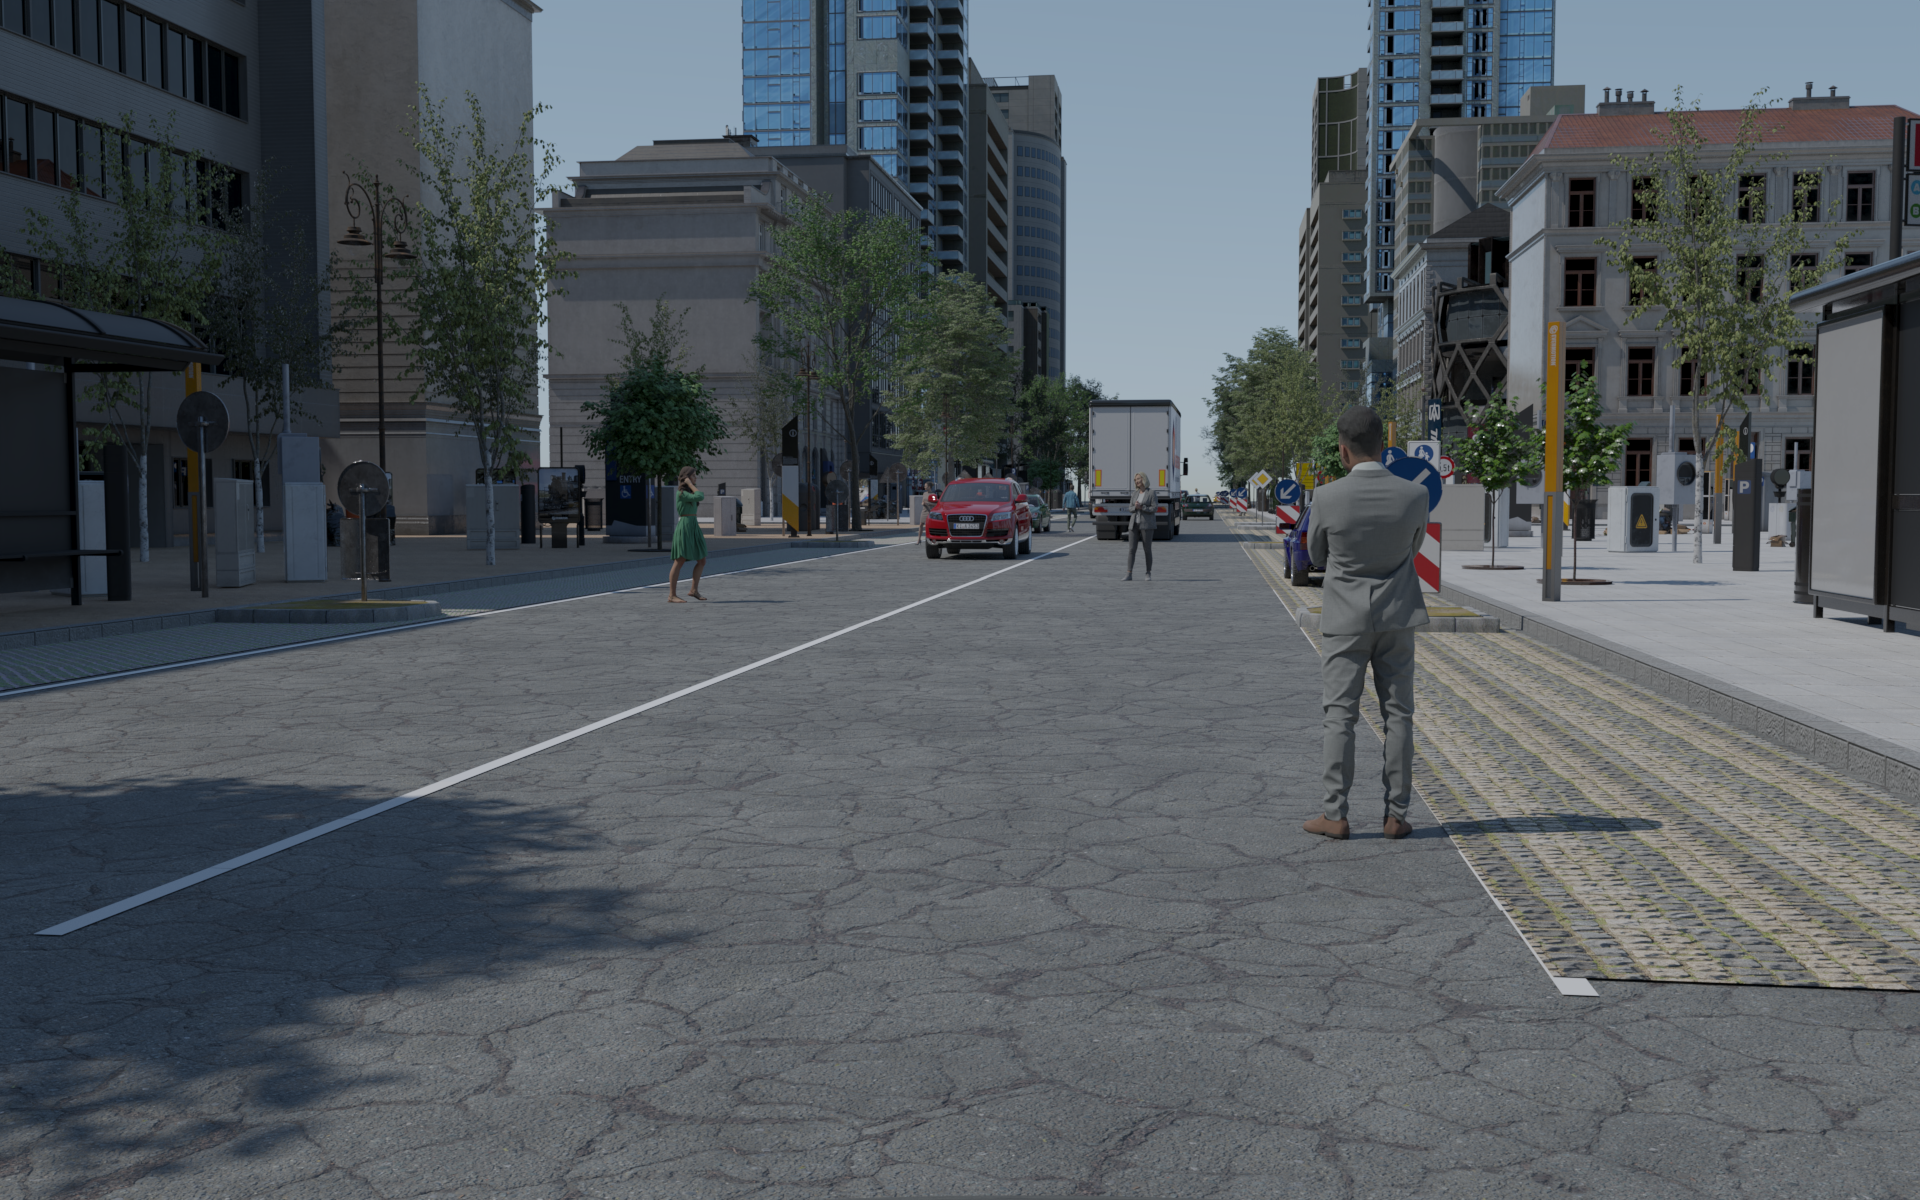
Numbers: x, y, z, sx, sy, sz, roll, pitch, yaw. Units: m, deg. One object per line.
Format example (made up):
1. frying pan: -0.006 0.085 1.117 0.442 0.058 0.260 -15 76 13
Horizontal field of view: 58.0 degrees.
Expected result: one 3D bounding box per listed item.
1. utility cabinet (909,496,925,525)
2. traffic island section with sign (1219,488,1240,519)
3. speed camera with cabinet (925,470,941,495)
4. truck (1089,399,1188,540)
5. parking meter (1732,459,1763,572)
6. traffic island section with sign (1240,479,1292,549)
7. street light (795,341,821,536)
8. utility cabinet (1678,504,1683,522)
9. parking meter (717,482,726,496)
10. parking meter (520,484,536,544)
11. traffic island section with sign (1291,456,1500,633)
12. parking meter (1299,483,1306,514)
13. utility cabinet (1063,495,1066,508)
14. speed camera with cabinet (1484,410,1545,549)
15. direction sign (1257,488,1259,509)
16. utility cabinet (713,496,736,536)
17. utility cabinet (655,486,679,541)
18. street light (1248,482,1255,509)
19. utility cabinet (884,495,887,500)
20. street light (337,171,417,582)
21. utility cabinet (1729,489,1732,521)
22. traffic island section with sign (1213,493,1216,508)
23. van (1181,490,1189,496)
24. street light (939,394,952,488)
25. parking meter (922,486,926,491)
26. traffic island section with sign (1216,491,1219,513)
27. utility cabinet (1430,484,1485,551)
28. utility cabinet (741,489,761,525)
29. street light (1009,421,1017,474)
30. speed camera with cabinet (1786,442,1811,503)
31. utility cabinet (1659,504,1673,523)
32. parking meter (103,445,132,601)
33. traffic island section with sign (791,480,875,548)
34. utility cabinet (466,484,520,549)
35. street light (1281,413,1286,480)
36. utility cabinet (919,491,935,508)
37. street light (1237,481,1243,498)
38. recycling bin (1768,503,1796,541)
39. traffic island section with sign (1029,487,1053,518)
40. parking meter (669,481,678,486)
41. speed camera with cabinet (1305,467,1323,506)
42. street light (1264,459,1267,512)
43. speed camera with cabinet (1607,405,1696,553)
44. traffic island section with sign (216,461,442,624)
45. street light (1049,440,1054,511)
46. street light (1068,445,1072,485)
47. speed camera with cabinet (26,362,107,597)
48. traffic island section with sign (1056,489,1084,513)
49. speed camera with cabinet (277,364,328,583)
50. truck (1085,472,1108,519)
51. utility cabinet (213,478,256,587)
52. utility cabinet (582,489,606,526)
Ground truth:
1. utility cabinet: -1.664 -3.735 72.234 0.306 1.237 1.020 3 4 39
2. traffic island section with sign: 16.220 -5.619 100.495 1.989 1.847 2.006 0 4 8
3. speed camera with cabinet: -2.046 -8.937 140.457 0.660 3.252 2.038 2 4 32
4. truck: 5.936 -4.160 56.926 2.839 4.237 11.283 1 4 9
5. parking meter: 13.064 -1.410 28.770 0.255 1.863 0.399 -3 4 -38
6. traffic island section with sign: 8.461 -2.254 45.486 1.989 1.847 2.006 0 4 8
7. street light: -4.588 -4.879 52.563 0.468 5.910 1.993 0 4 8
8. utility cabinet: 33.288 -4.272 81.010 1.020 1.237 0.306 -1 4 -10
9. parking meter: -11.736 -4.866 85.270 0.399 1.863 0.255 -1 4 -17
10. parking meter: -11.180 -2.228 44.831 0.372 1.533 0.369 0 3 0
11. traffic island section with sign: 4.683 -0.622 18.796 1.989 1.847 2.006 0 4 8
12. parking meter: 17.785 -5.173 90.296 0.255 1.863 0.399 -3 5 -40
13. utility cabinet: 8.903 -8.755 154.305 1.020 1.237 0.306 0 4 -3
14. speed camera with cabinet: 12.989 -2.863 41.143 2.038 3.252 0.660 3 5 41
15. direction sign: 24.832 -9.310 144.210 0.876 3.537 0.379 -3 5 -41
16. utility cabinet: -7.227 -2.578 53.314 0.306 1.237 1.020 1 4 18
17. utility cabinet: -8.193 -2.327 46.719 1.173 1.500 0.318 1 4 15
18. street light: 25.727 -10.930 151.492 0.468 5.910 1.993 0 4 8
19. utility cabinet: -4.945 -6.409 115.947 0.306 1.237 1.020 0 4 -1
20. street light: -8.423 -3.205 25.193 0.468 5.910 1.993 0 4 8
21. utility cabinet: 36.521 -4.444 81.339 0.318 1.500 1.173 3 5 43
22. traffic island section with sign: 27.004 -10.291 176.893 1.989 1.847 2.006 0 4 8
23. van: 22.691 -10.394 176.957 2.013 2.044 4.112 1 4 10
24. street light: -0.637 -6.565 80.119 0.468 5.910 1.993 0 4 8
25. parking meter: -2.702 -7.627 130.411 0.255 1.863 0.399 -1 4 -18
26. traffic island section with sign: 19.989 -7.254 127.226 1.989 1.847 2.006 0 4 8
27. utility cabinet: 11.162 -1.848 38.891 1.173 1.500 0.318 1 4 18
28. utility cabinet: -8.503 -3.772 70.359 0.318 1.500 1.173 -2 4 -34
29. street light: 3.235 -8.250 107.682 0.468 5.910 1.993 0 4 8
30. speed camera with cabinet: 32.398 -4.370 65.793 0.660 3.252 2.038 -1 4 -18
31. utility cabinet: 30.666 -4.058 75.035 0.318 1.500 1.173 3 5 44
32. parking meter: -10.160 -0.928 20.886 0.255 1.863 0.399 -2 4 -24
33. traffic island section with sign: -3.362 -2.327 46.672 1.989 1.847 2.006 0 4 8
34. utility cabinet: -10.739 -1.904 39.810 1.173 1.500 0.318 -1 4 -17
35. street light: 18.179 -7.620 97.377 0.468 5.910 1.993 0 4 8
36. utility cabinet: -2.162 -6.137 109.020 1.173 1.500 0.318 -1 4 -10
37. street light: 36.480 -15.566 227.293 0.468 5.910 1.993 0 4 8
38. recycling bin: 22.883 -2.160 47.869 0.722 1.027 0.722 -1 4 -13
39. traffic island section with sign: 4.425 -5.703 101.873 1.989 1.847 2.006 0 4 8
40. parking meter: -8.150 -2.652 49.075 0.255 1.863 0.399 1 4 12
41. speed camera with cabinet: 19.297 -6.197 95.659 2.038 3.252 0.660 1 4 21
42. street light: 21.930 -9.258 124.150 0.468 5.910 1.993 0 4 8
43. speed camera with cabinet: 15.302 -2.684 38.227 2.038 3.252 0.660 -1 4 -22
44. traffic island section with sign: -7.135 -0.694 19.981 1.989 1.847 2.006 0 4 8
45. street light: 7.042 -9.887 134.447 0.468 5.910 1.993 0 4 8
46. street light: 9.970 -11.188 155.716 0.468 5.910 1.993 0 4 8
47. speed camera with cabinet: -11.456 -1.706 22.233 2.038 3.252 0.660 3 5 44
48. traffic island section with sign: 8.227 -7.355 128.889 1.989 1.847 2.006 0 4 8
49. speed camera with cabinet: -9.829 -1.929 25.882 0.660 3.252 2.038 -1 4 -22
50. truck: 9.189 -7.065 104.420 2.839 4.237 11.283 0 4 7
51. utility cabinet: -10.062 -0.941 24.072 0.318 1.500 1.173 -1 4 -12
52. utility cabinet: -14.523 -3.719 69.481 1.173 1.500 0.318 -1 4 -21
